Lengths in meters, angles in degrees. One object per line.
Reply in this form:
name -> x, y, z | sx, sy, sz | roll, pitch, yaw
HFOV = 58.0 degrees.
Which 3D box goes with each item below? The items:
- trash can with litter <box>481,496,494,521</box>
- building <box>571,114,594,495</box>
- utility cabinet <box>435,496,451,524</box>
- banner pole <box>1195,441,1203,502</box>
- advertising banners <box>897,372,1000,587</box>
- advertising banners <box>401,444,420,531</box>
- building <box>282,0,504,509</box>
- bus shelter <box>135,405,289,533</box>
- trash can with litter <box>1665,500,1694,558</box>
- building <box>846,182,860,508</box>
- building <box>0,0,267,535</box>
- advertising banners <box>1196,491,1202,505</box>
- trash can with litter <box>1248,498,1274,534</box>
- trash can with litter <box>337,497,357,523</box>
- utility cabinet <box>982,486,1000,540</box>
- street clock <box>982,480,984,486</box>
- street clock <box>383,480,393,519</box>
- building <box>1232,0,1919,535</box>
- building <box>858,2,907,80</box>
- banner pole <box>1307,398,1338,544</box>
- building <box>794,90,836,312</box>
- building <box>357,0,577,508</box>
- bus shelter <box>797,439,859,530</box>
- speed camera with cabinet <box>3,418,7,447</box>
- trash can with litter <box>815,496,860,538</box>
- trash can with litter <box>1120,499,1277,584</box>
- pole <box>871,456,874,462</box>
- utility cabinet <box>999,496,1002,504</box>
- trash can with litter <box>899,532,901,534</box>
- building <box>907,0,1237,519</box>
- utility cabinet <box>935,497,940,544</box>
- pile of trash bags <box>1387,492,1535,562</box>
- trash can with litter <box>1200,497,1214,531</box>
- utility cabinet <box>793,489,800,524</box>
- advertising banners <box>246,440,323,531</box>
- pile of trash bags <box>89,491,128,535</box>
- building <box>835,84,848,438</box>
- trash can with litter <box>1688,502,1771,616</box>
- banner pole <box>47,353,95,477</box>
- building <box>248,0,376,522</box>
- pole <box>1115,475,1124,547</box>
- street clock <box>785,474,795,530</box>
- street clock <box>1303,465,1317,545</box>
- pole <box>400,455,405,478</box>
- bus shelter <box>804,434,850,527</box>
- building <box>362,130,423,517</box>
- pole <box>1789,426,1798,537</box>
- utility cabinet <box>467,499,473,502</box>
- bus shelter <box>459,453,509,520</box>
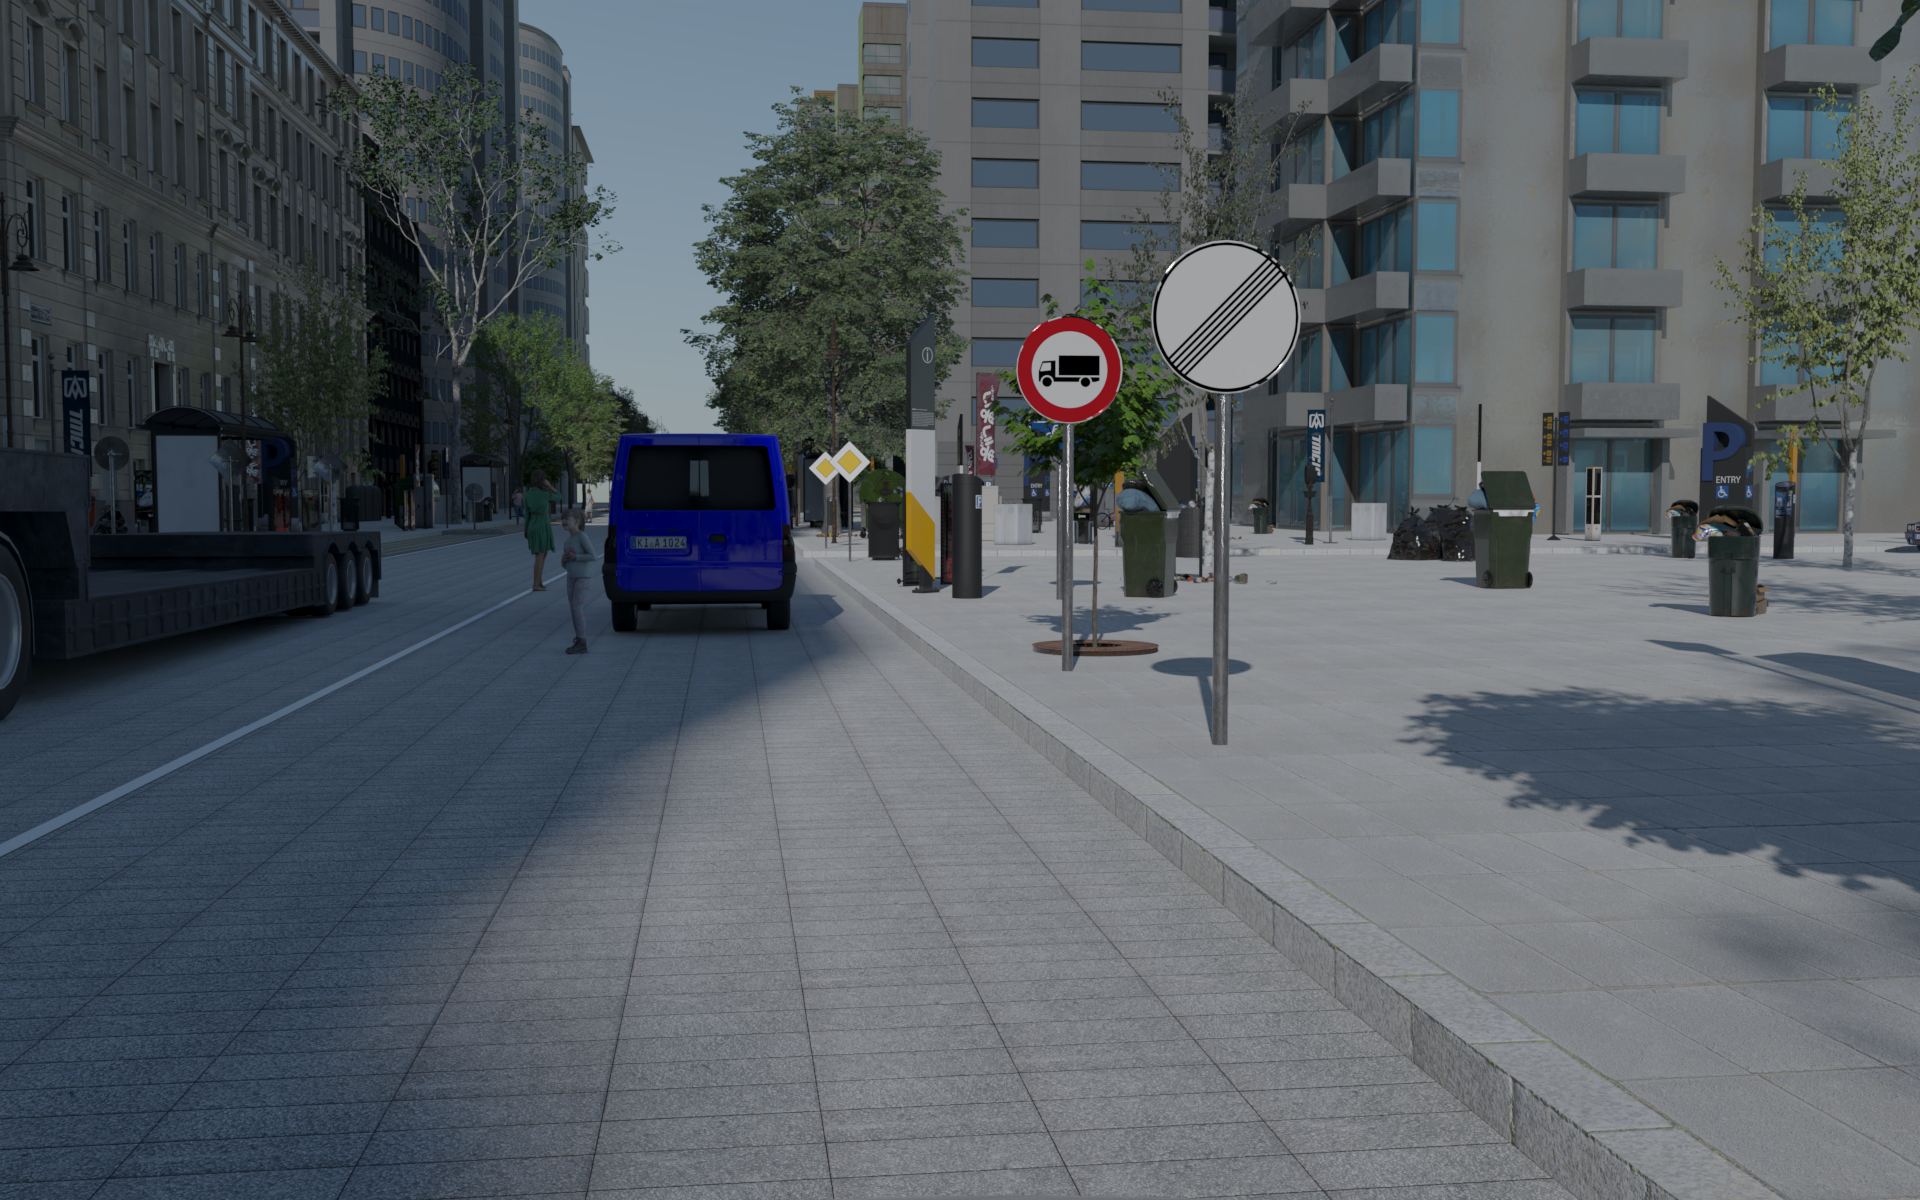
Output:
trash can with litter -> -22.434, -4.285, 81.440 | 1.055, 1.170, 0.624 | 2, 4, 31
building -> -66.263, -39.917, 241.873 | 28.713, 52.752, 27.495 | 0, 4, -8
utility cabinet -> -21.953, -3.849, 74.090 | 1.020, 1.237, 0.306 | -2, 4, -24
banner pole -> 11.243, -5.651, 82.407 | 0.863, 3.779, 0.401 | 0, 4, -7
advertising banners -> -0.119, -1.736, 24.566 | 0.090, 3.025, 2.074 | 3, 5, 44
advertising banners -> -19.164, -3.934, 60.511 | 0.090, 3.025, 2.074 | 0, 3, 0
building -> -50.958, -37.333, 152.388 | 21.231, 58.520, 28.212 | 0, 4, -8
bus shelter -> -18.121, -2.959, 42.305 | 2.014, 3.302, 5.546 | 0, 4, -7
trash can with litter -> 14.583, -1.445, 35.012 | 0.624, 1.170, 1.055 | 1, 4, 22
building -> -3.791, -23.952, 163.311 | 14.160, 30.474, 14.107 | 0, 4, -8
building -> -32.177, -15.853, 56.466 | 12.463, 27.353, 25.104 | 0, 4, -8
advertising banners -> 10.566, -5.004, 78.003 | 0.090, 3.025, 2.074 | 2, 4, 25
trash can with litter -> 9.737, -2.719, 55.851 | 0.624, 1.170, 1.055 | 2, 4, 27
trash can with litter -> -27.582, -4.069, 77.915 | 1.055, 1.170, 0.624 | -1, 4, -22
utility cabinet -> 0.480, -2.362, 47.289 | 1.173, 1.500, 0.318 | 1, 4, 9
street clock -> 0.987, -5.035, 86.886 | 0.471, 2.002, 0.358 | 0, 4, -2
street clock -> -29.916, -5.264, 90.631 | 0.358, 2.002, 0.471 | 2, 4, 26
building -> 25.483, -27.178, 63.968 | 30.456, 49.044, 23.786 | 0, 4, -8
building -> -1.803, -28.468, 149.053 | 14.154, 41.232, 14.086 | 0, 4, -8
banner pole -> 9.424, -3.366, 45.054 | 0.863, 3.779, 0.401 | 1, 4, 14
building -> -14.174, -43.940, 260.420 | 21.231, 58.520, 28.212 | 0, 4, -8
building -> -59.789, -41.132, 214.514 | 21.231, 58.520, 28.212 | 0, 4, -8
bus shelter -> -4.889, -4.282, 63.939 | 2.014, 3.302, 5.546 | 0, 4, -8
speed camera with cabinet -> -25.520, -3.093, 44.911 | 2.038, 3.252, 0.660 | 0, 4, -7
trash can with litter -> -3.577, -2.513, 52.140 | 1.678, 1.210, 2.233 | 2, 4, 26
trash can with litter -> 3.562, -0.869, 25.270 | 1.678, 1.210, 2.233 | -3, 5, -44
pole -> -4.664, -6.018, 92.241 | 0.158, 3.312, 0.155 | 0, 3, 0
utility cabinet -> 1.144, -3.430, 67.236 | 1.020, 1.237, 0.306 | -2, 4, -35
trash can with litter -> -1.820, -2.586, 53.674 | 1.055, 1.170, 0.624 | 1, 4, 11
building -> 7.378, -34.235, 101.736 | 21.231, 58.520, 28.212 | 0, 4, -8
utility cabinet -> -0.913, -2.010, 44.030 | 1.020, 1.237, 0.306 | -2, 4, -33
pile of trash bags -> 10.166, -1.495, 34.192 | 3.447, 1.369, 1.912 | -2, 4, -35
trash can with litter -> 8.786, -2.971, 59.963 | 0.624, 1.170, 1.055 | -2, 4, -34
utility cabinet -> -7.073, -3.925, 72.859 | 0.318, 1.500, 1.173 | 1, 4, 14
advertising banners -> -18.151, -3.069, 46.362 | 2.074, 3.025, 0.090 | -3, 4, -36
pile of trash bags -> -20.953, -1.942, 41.509 | 1.912, 1.369, 3.447 | -2, 4, -26
building -> -5.809, -30.178, 177.003 | 14.154, 41.232, 14.086 | 0, 4, -8
trash can with litter -> 8.220, -0.428, 18.383 | 0.624, 1.170, 1.055 | 3, 4, 37
banner pole -> -15.853, -2.494, 30.788 | 0.863, 3.779, 0.401 | -1, 4, -10
building -> -36.288, -17.386, 81.523 | 12.463, 27.353, 25.104 | 0, 4, -8
pole -> 3.835, -2.922, 41.611 | 0.158, 3.312, 0.155 | 0, 3, 0
street clock -> -6.156, -3.553, 62.662 | 0.358, 2.002, 0.471 | -2, 4, -27
street clock -> 8.833, -2.395, 43.736 | 0.358, 2.002, 0.471 | 0, 4, 2
pole -> -29.578, -5.993, 91.824 | 0.158, 3.312, 0.155 | 0, 3, 0
bus shelter -> -5.450, -4.867, 70.866 | 1.731, 3.624, 6.357 | 0, 4, -8
building -> -39.510, -16.658, 102.044 | 12.332, 23.373, 15.834 | 0, 4, -8
pole -> 24.926, -3.548, 51.847 | 0.158, 3.312, 0.155 | 0, 3, 0
utility cabinet -> -23.430, -4.395, 83.020 | 0.306, 1.237, 1.020 | -1, 4, -12
bus shelter -> -24.479, -5.804, 88.816 | 2.014, 3.302, 5.546 | 0, 4, -8
